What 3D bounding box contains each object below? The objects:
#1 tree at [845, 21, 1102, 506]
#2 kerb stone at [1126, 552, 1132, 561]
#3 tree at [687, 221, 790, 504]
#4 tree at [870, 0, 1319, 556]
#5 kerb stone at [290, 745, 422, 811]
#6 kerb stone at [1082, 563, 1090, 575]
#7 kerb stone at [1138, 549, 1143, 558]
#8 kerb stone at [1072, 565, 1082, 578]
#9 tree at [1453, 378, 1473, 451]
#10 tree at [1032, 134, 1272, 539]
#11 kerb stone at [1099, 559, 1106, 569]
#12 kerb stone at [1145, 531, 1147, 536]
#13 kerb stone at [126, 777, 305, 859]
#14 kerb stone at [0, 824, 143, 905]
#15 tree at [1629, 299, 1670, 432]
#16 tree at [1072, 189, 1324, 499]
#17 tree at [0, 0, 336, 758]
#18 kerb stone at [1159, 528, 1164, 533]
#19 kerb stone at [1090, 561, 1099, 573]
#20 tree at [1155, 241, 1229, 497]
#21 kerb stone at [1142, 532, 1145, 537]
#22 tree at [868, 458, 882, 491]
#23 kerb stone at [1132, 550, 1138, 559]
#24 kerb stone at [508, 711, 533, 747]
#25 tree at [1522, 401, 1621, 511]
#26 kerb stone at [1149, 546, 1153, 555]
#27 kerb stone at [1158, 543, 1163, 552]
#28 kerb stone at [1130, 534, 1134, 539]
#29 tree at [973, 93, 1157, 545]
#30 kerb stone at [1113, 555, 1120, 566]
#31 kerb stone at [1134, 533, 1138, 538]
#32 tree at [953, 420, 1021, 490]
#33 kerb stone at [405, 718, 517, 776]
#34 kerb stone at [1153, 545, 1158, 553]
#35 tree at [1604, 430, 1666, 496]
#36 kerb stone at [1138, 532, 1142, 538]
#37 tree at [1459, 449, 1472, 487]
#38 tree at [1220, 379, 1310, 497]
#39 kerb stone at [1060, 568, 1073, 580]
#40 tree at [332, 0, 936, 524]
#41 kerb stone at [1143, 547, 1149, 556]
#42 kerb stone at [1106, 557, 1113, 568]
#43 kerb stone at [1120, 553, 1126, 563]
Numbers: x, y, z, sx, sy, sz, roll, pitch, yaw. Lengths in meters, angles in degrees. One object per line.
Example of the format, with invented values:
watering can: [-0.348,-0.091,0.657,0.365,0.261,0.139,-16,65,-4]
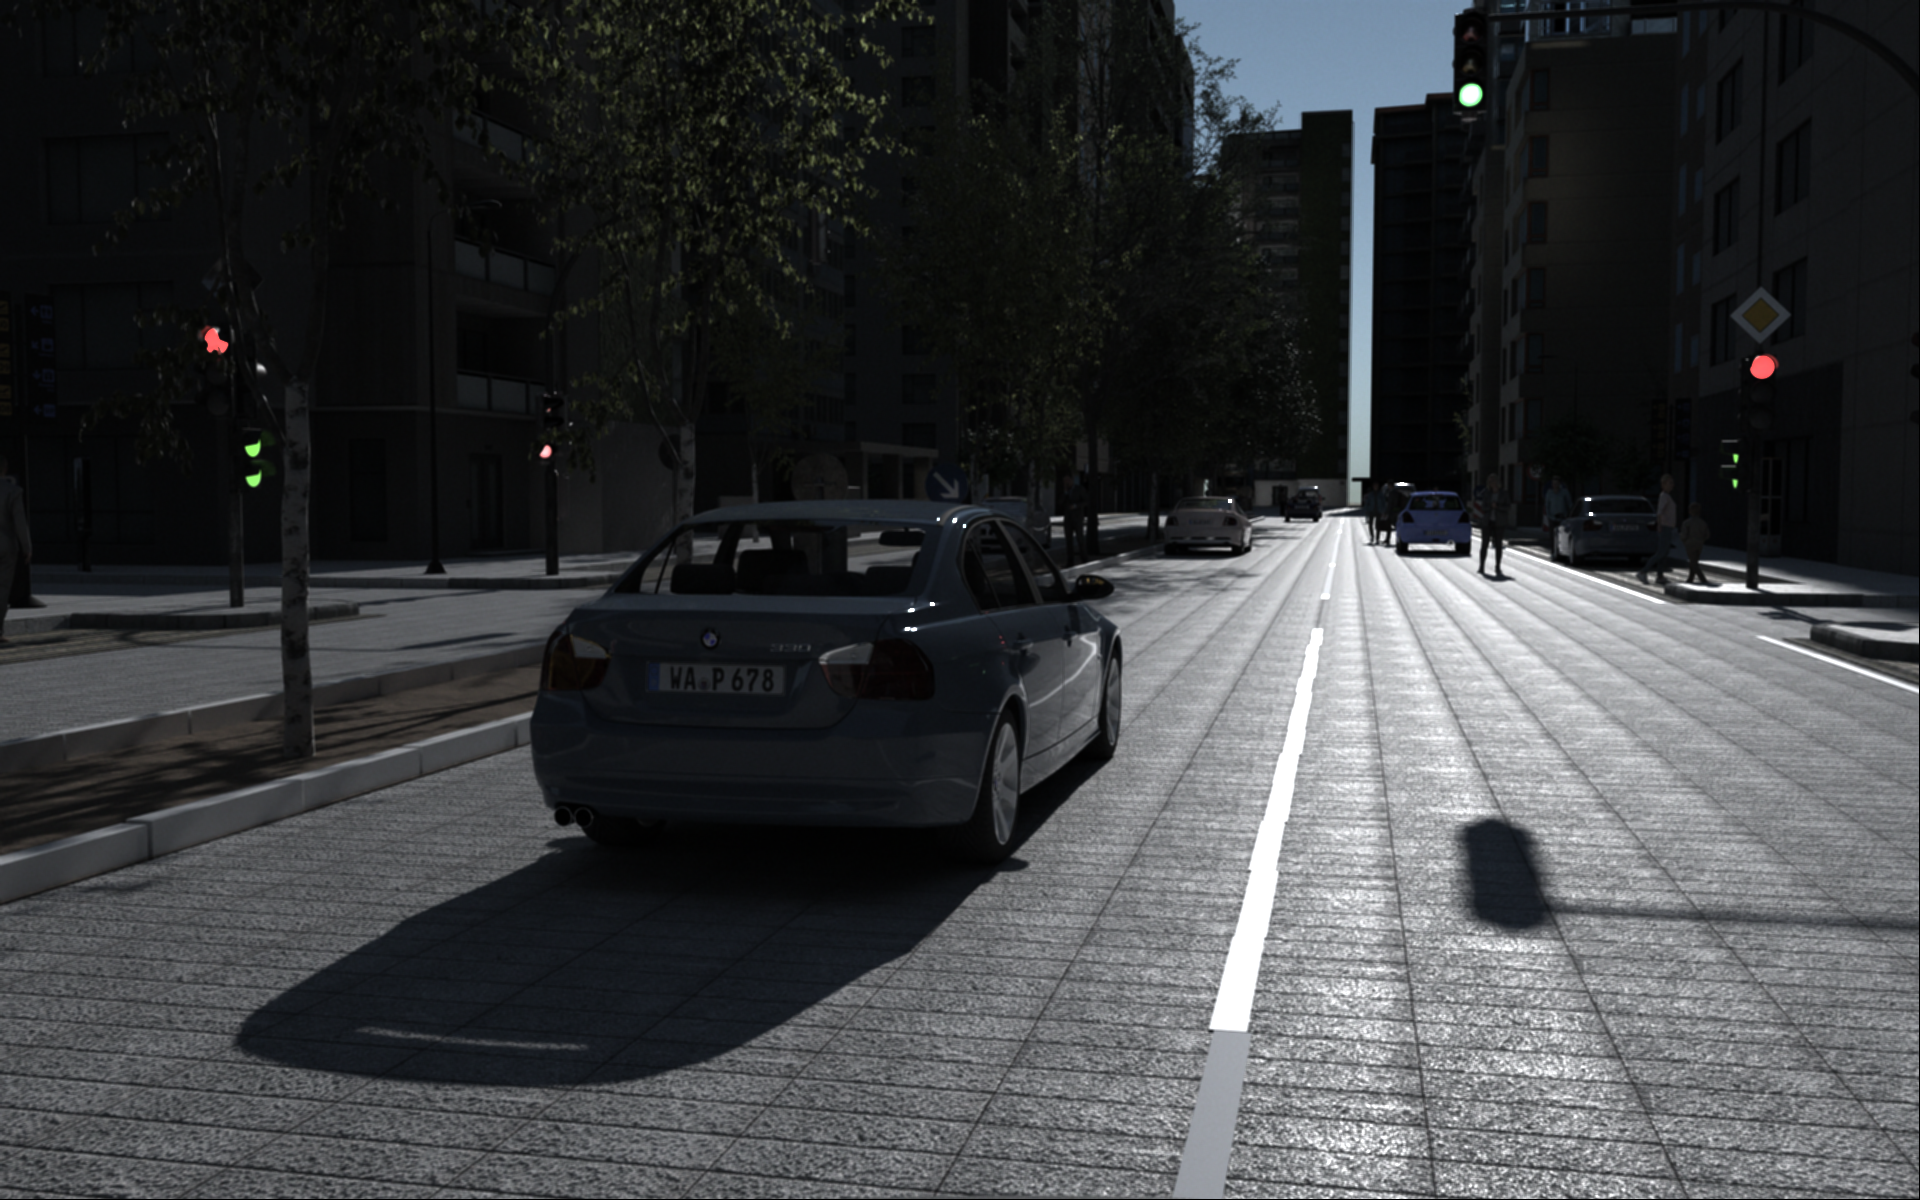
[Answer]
tree: [0.244,-4.526,26.821,4.737,8.622,4.395,0,3,0]
kerb stone: [3.487,-0.896,36.851,0.120,0.150,1.000,1,4,13]
tree: [-5.214,-5.818,45.488,4.737,8.622,4.395,0,3,0]
tree: [3.093,-7.777,39.974,12.009,13.543,11.850,0,3,0]
kerb stone: [-2.906,0.856,8.302,0.120,0.150,1.000,1,4,13]
kerb stone: [2.145,-0.529,30.848,0.120,0.150,1.000,1,4,13]
kerb stone: [3.935,-1.019,38.857,0.120,0.150,1.000,1,4,13]
kerb stone: [1.923,-0.468,29.846,0.120,0.150,1.000,1,4,13]
tree: [30.712,-9.186,100.557,4.360,8.622,3.978,0,3,0]
tree: [6.061,-8.193,54.545,7.486,12.596,7.792,0,3,0]
kerb stone: [2.592,-0.651,32.844,0.120,0.150,1.000,1,4,13]
kerb stone: [6.155,-2.209,58.321,0.120,0.150,1.000,1,4,13]
kerb stone: [-3.120,0.911,7.302,0.120,0.150,1.000,1,4,13]
kerb stone: [-3.347,0.983,6.307,0.120,0.150,1.000,1,4,13]
tree: [26.912,-6.916,63.441,4.360,8.622,3.978,0,3,0]
tree: [8.296,-8.772,62.887,9.611,12.733,9.660,0,3,0]
tree: [-3.555,-3.460,9.391,4.360,8.622,3.978,0,3,0]
kerb stone: [7.721,-2.638,65.327,0.120,0.150,1.000,1,4,13]
kerb stone: [2.372,-0.590,31.845,0.120,0.150,1.000,1,4,13]
tree: [5.447,-5.861,48.642,4.360,8.622,3.978,0,3,0]
kerb stone: [5.926,-2.147,57.324,0.120,0.150,1.000,1,4,13]
tree: [-4.253,-5.061,77.350,1.663,3.219,1.824,0,3,0]
kerb stone: [3.718,-0.958,37.858,0.120,0.150,1.000,1,4,13]
kerb stone: [-2.451,0.727,10.303,0.120,0.150,1.000,1,4,13]
tree: [21.457,-4.737,61.163,4.285,4.588,4.351,0,3,0]
kerb stone: [4.386,-1.136,40.852,0.120,0.150,1.000,1,4,13]
kerb stone: [4.838,-1.263,42.852,0.120,0.150,1.000,1,4,13]
kerb stone: [5.251,-1.957,54.320,0.120,0.150,1.000,1,4,13]
tree: [1.337,-4.845,32.042,4.360,8.622,3.978,0,3,0]
kerb stone: [3.045,-0.773,34.841,0.120,0.150,1.000,1,4,13]
kerb stone: [5.483,-2.026,55.315,0.120,0.150,1.000,1,4,13]
tree: [1.216,-5.658,76.230,4.285,4.588,4.351,0,3,0]
kerb stone: [-2.682,0.788,9.305,0.120,0.150,1.000,1,4,13]
kerb stone: [4.612,-1.199,41.848,0.120,0.150,1.000,1,4,13]
tree: [20.253,-3.525,52.233,1.663,3.219,1.824,0,3,0]
kerb stone: [5.709,-2.087,56.324,0.120,0.150,1.000,1,4,13]
tree: [32.705,-7.571,107.496,4.285,4.588,4.351,0,3,0]
tree: [13.215,-9.115,85.900,8.767,10.594,7.601,1,4,13]
kerb stone: [1.697,-0.407,28.844,0.120,0.150,1.000,1,4,13]
tree: [-2.319,-3.794,14.845,4.360,8.622,3.978,0,3,0]
kerb stone: [4.169,-1.080,39.852,0.120,0.150,1.000,1,4,13]
kerb stone: [2.823,-0.710,33.843,0.120,0.150,1.000,1,4,13]
kerb stone: [3.271,-0.835,35.846,0.120,0.150,1.000,1,4,13]
